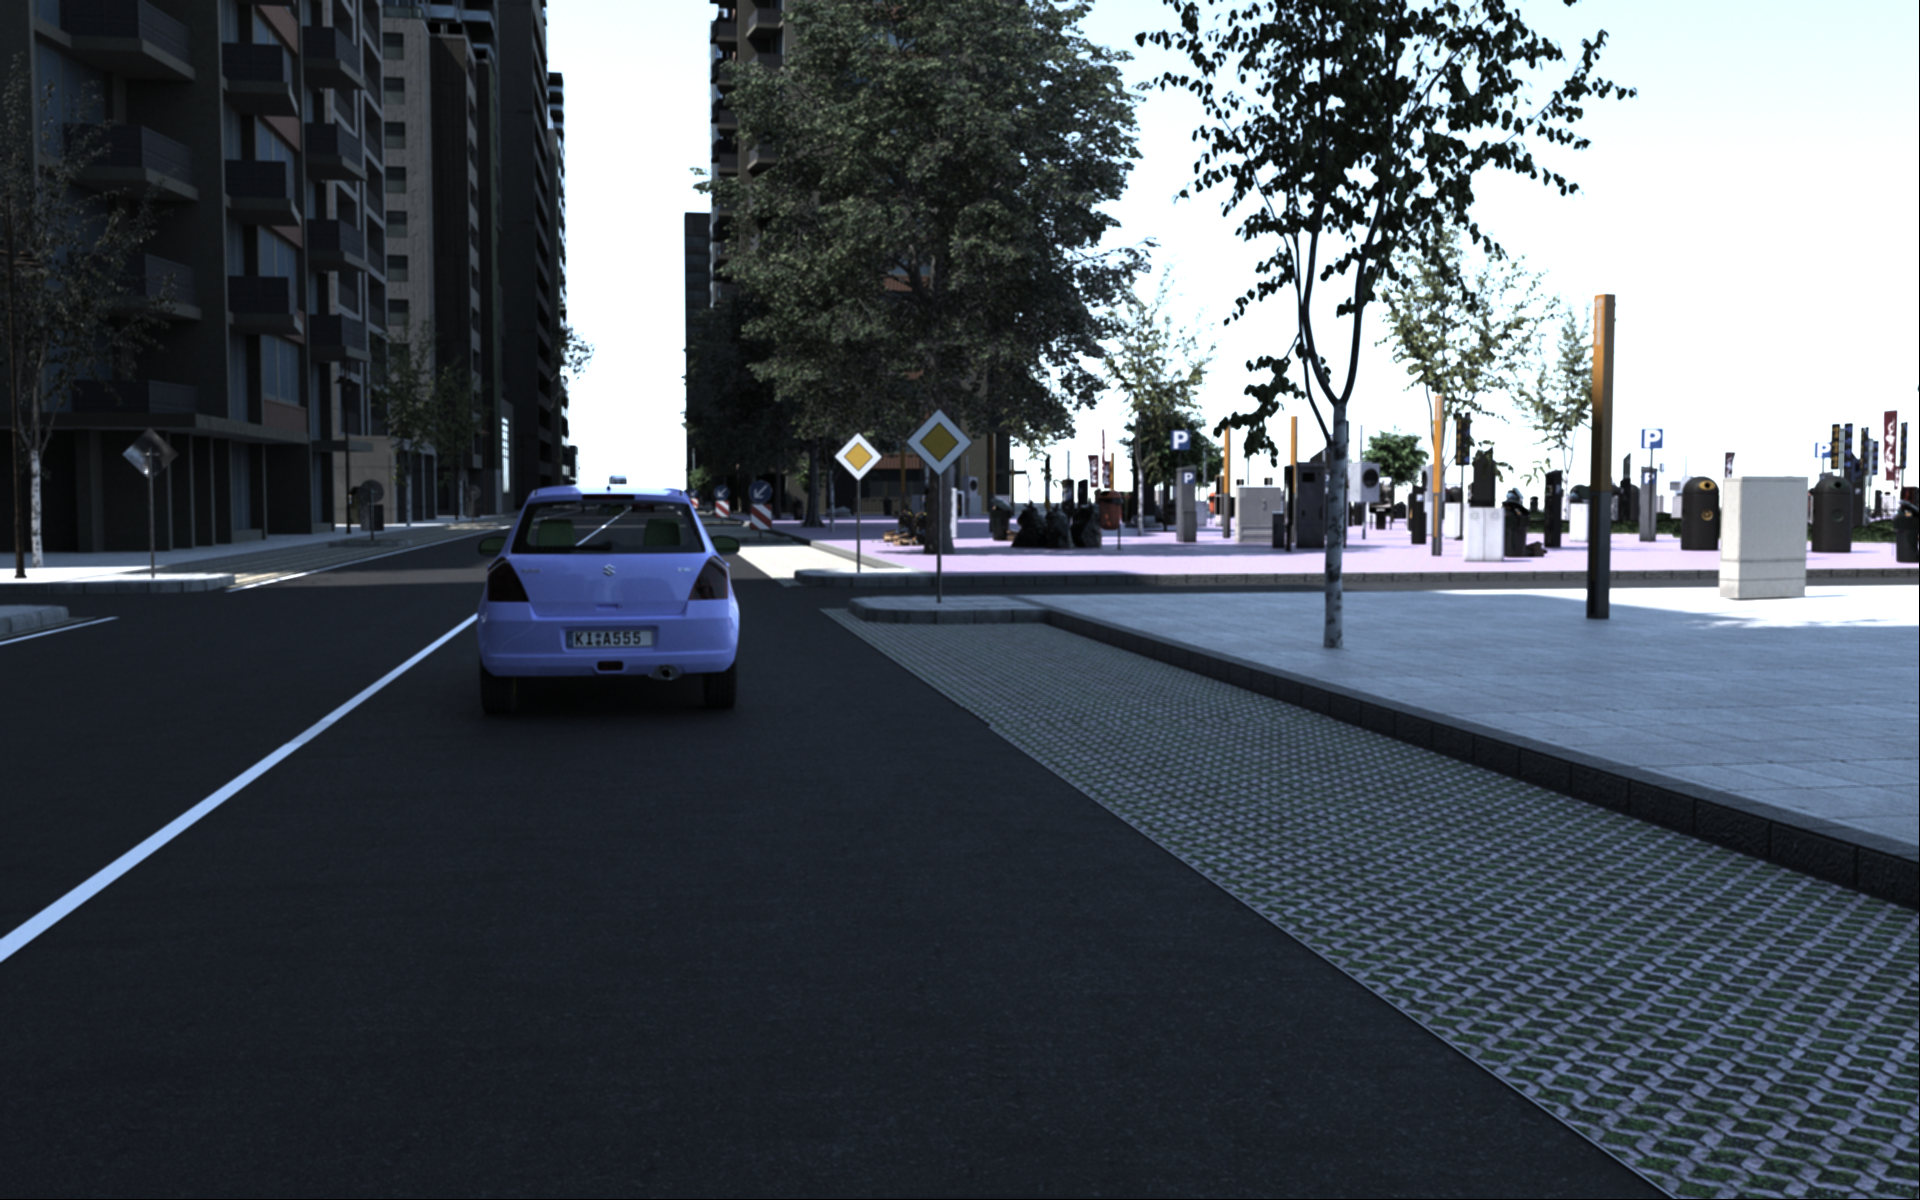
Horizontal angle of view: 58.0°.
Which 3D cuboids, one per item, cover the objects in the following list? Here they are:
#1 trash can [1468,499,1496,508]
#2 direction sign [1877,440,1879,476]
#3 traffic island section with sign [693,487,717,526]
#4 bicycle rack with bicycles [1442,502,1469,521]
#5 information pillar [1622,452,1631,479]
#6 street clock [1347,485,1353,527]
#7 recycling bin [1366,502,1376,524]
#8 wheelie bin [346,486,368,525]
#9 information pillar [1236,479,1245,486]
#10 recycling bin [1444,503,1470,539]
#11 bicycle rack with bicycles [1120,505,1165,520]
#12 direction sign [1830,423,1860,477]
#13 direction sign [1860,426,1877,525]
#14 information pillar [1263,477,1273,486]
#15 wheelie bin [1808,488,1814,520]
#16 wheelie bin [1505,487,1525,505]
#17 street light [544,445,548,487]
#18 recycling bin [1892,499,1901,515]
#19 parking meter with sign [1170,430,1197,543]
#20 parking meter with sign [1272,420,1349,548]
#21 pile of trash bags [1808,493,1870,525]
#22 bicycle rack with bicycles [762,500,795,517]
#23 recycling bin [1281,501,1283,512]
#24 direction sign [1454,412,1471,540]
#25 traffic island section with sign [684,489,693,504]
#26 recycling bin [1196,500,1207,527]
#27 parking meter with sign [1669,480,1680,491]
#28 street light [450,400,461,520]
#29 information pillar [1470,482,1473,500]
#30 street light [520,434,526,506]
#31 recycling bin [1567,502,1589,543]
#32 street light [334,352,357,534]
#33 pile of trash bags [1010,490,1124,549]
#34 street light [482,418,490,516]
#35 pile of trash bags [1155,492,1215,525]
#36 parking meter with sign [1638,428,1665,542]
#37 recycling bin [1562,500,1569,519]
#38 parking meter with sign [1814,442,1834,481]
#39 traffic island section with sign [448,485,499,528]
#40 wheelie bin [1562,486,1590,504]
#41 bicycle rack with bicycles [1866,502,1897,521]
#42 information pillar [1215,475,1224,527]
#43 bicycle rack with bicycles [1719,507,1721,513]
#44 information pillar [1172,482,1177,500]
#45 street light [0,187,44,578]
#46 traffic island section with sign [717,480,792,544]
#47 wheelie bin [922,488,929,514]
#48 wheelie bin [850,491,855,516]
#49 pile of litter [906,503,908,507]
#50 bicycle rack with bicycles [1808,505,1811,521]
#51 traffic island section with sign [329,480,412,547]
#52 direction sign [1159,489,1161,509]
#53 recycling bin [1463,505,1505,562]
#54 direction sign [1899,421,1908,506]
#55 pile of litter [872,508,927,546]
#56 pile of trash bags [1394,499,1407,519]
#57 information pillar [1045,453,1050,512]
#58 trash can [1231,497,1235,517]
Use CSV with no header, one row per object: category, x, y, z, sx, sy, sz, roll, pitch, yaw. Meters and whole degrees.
trash can,13.813,-2.092,45.854,0.748,1.137,0.748,0,3,0
direction sign,38.637,-4.988,73.550,0.379,3.537,0.876,-1,4,-14
traffic island section with sign,-10.755,-4.199,77.289,1.989,1.847,2.006,-1,4,-10
bicycle rack with bicycles,23.064,-4.154,81.303,2.925,0.926,2.852,-2,4,-32
information pillar,36.790,-6.375,95.580,0.504,3.616,0.183,-1,4,-17
street clock,15.348,-3.886,68.109,0.358,2.002,0.471,0,4,0
recycling bin,17.944,-3.817,74.958,0.722,1.027,0.722,2,4,26
wheelie bin,-25.075,-3.931,72.173,0.693,1.594,0.980,1,4,16
information pillar,13.225,-4.729,81.810,0.304,2.012,0.304,-3,5,-42
recycling bin,14.267,-2.252,49.374,0.722,1.027,0.722,2,4,33
bicycle rack with bicycles,9.384,-4.352,84.540,2.925,0.926,2.852,3,5,41
direction sign,28.176,-3.878,55.408,0.379,3.537,0.876,-1,4,-16
direction sign,30.458,-4.061,58.396,0.379,3.537,0.876,1,4,13
information pillar,13.188,-4.258,74.116,0.304,2.012,0.304,-3,5,-44
wheelie bin,41.641,-4.683,84.474,0.980,1.594,0.693,-3,4,-38
wheelie bin,24.799,-4.255,77.469,0.693,1.594,0.980,3,4,36
street light,-38.389,-11.499,160.797,0.468,5.910,1.993,-1,4,-10
recycling bin,48.092,-4.638,88.377,0.722,1.027,0.722,0,4,5
parking meter with sign,6.034,-3.065,46.371,0.543,3.016,1.738,0,4,-3
parking meter with sign,8.297,-2.739,41.051,1.738,3.016,0.543,0,4,7
pile of trash bags,36.388,-3.839,72.520,1.912,1.369,3.447,-1,4,-18
bicycle rack with bicycles,-10.204,-5.227,98.851,2.852,0.926,2.925,0,4,-7
recycling bin,11.763,-3.185,64.636,0.722,1.027,0.722,-3,5,-43
direction sign,13.909,-3.423,47.959,0.379,3.537,0.876,-1,4,-9
traffic island section with sign,-19.583,-7.215,126.587,1.989,1.847,2.006,-1,4,-10
recycling bin,9.307,-3.434,68.701,0.722,1.027,0.722,-2,4,-32
parking meter with sign,39.429,-6.058,95.301,1.738,3.016,0.543,3,5,45
street light,-24.875,-6.889,85.426,0.468,5.910,1.993,-1,4,-10
information pillar,31.521,-6.240,106.520,0.304,2.012,0.304,1,4,13
street light,-33.105,-9.685,131.135,0.468,5.910,1.993,-1,4,-10
recycling bin,16.745,-2.053,46.123,0.722,1.027,0.722,-1,4,-15
street light,-19.796,-5.084,55.909,0.468,5.910,1.993,-1,4,-10
pile of trash bags,2.737,-1.926,41.241,1.912,1.369,3.447,-2,4,-33
street light,-27.770,-7.872,101.496,0.468,5.910,1.993,-1,4,-10
pile of trash bags,9.440,-3.806,71.975,3.447,1.369,1.912,-2,4,-28
parking meter with sign,18.611,-3.088,46.756,0.543,3.016,1.738,1,4,19
recycling bin,27.457,-4.000,77.957,0.722,1.027,0.722,2,4,30
parking meter with sign,28.515,-3.723,57.133,0.543,3.016,1.738,1,4,23
traffic island section with sign,-20.973,-4.039,74.661,1.989,1.847,2.006,-1,4,-10
wheelie bin,23.330,-3.491,64.983,0.980,1.594,0.693,-1,4,-16
bicycle rack with bicycles,40.053,-3.858,76.461,2.925,0.926,2.852,0,4,0
information pillar,10.273,-3.902,68.295,0.304,2.012,0.304,-3,5,-43
bicycle rack with bicycles,38.395,-4.522,87.310,2.925,0.926,2.852,2,4,32
information pillar,11.813,-6.322,94.719,0.504,3.616,0.183,1,4,14
street light,-14.325,-3.269,26.231,0.468,5.910,1.993,-1,4,-10
traffic island section with sign,-5.995,-2.577,50.755,1.989,1.847,2.006,-1,4,-10
wheelie bin,-1.379,-4.771,85.918,0.980,1.594,0.693,-2,4,-24
wheelie bin,-6.650,-5.854,103.613,0.693,1.594,0.980,0,4,-6
pile of litter,-3.169,-4.927,94.516,1.719,0.858,1.176,-1,4,-10
bicycle rack with bicycles,42.042,-4.692,90.089,2.925,0.926,2.852,-1,4,-21
traffic island section with sign,-16.088,-2.369,47.364,1.989,1.847,2.006,-1,4,-10
direction sign,8.481,-4.981,73.443,0.876,3.537,0.379,0,4,-2
recycling bin,9.958,-1.247,32.938,0.722,1.027,0.722,1,4,14
direction sign,29.581,-3.814,54.357,0.379,3.537,0.876,1,4,17
pile of litter,-1.222,-1.808,43.528,1.719,0.858,1.176,-3,5,-43
pile of trash bags,22.998,-4.876,89.478,3.447,1.369,1.912,-1,4,-21
information pillar,4.992,-6.560,98.612,0.183,3.616,0.504,-2,4,-30
trash can,15.023,-5.191,96.522,0.748,1.137,0.748,0,3,0
